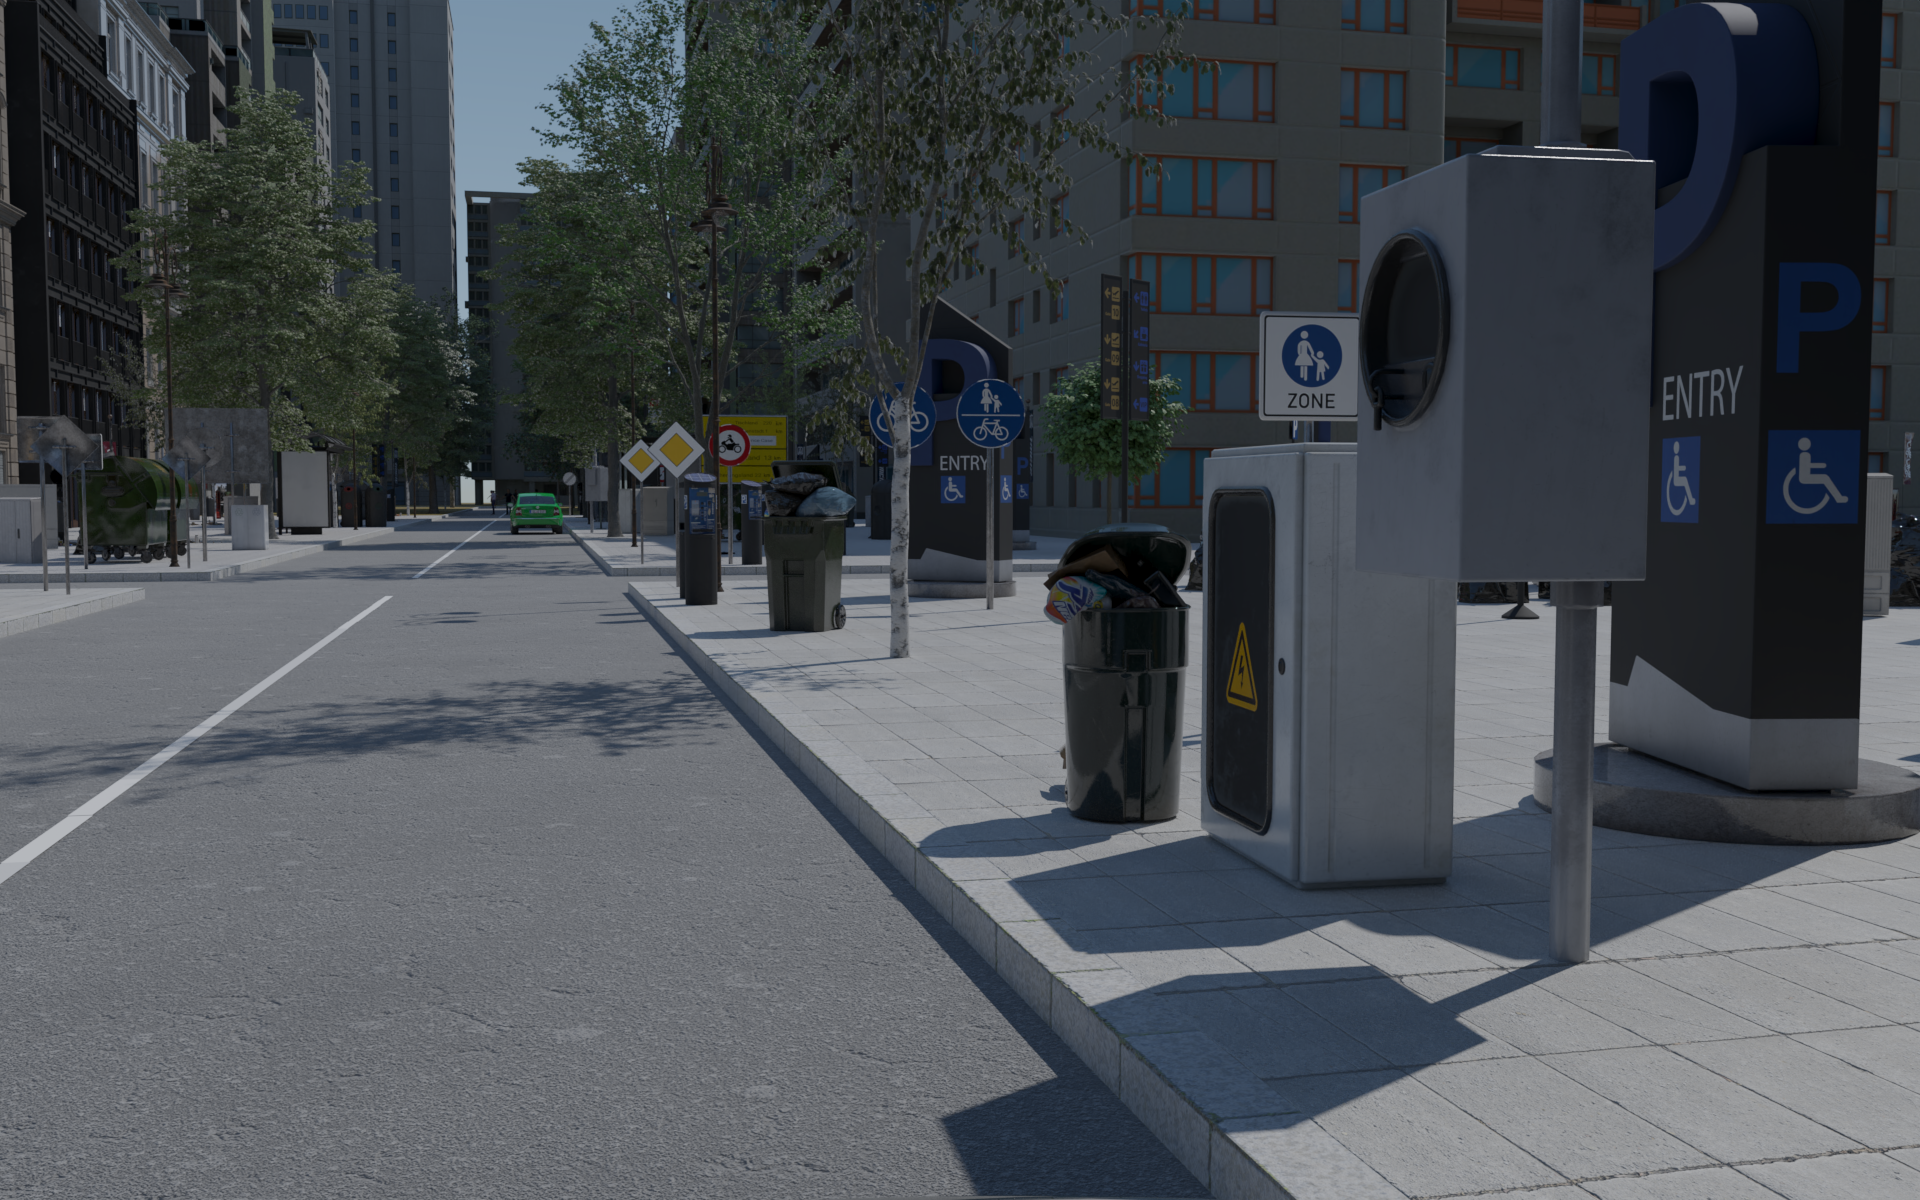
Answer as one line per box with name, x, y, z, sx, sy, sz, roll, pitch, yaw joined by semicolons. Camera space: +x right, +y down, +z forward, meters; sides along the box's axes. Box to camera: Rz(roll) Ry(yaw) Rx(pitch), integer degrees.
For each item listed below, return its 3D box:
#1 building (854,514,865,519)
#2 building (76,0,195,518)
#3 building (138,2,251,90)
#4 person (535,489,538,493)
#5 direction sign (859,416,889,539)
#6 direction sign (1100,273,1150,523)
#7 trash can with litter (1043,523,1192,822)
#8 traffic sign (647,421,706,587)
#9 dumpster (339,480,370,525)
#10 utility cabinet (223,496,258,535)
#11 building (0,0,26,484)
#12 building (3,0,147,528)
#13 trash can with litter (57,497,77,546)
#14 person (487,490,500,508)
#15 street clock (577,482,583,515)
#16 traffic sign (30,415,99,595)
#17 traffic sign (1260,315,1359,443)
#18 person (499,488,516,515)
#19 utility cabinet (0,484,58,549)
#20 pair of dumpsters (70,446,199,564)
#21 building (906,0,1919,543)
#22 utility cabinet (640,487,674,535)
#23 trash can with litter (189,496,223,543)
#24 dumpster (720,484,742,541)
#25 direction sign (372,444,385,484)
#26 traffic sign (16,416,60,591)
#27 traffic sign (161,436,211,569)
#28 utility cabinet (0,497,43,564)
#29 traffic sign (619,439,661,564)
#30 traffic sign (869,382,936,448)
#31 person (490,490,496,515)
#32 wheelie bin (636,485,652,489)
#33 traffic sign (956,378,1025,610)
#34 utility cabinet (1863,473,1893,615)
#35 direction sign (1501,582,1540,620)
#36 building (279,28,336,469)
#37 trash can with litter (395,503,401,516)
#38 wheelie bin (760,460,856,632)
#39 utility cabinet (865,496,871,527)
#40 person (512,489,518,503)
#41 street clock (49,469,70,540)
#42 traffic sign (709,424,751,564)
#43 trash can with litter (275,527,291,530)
building;2.574;-29.088;99.283;21.300;48.544;21.600;-1;4;-14
building;-46.060;-18.258;84.424;13.634;28.700;20.117;-1;4;-14
building;-51.214;-20.383;104.966;14.160;30.474;14.107;-1;4;-14
person;-32.572;-7.624;133.153;1.348;1.824;0.705;-3;5;-40
direction sign;-2.481;-3.549;50.018;0.876;3.537;0.379;1;4;17
direction sign;1.734;-1.603;18.204;0.379;3.537;0.876;3;5;39
trash can with litter;0.583;0.261;7.123;0.624;1.170;1.055;0;4;-6
traffic sign;-3.898;-1.236;23.851;0.795;2.450;0.064;-1;4;-14
dumpster;-24.419;-3.933;70.070;1.264;1.857;1.865;-1;4;-14
utility cabinet;-22.838;-2.683;55.032;0.306;1.237;1.020;3;4;39
building;-35.752;-15.298;47.388;12.463;27.353;25.104;-1;4;-14
building;-40.290;-14.544;67.464;12.332;23.373;15.834;-1;4;-14
trash can with litter;-22.587;-1.923;42.505;1.678;1.210;2.233;1;4;16
person;-47.816;-10.344;177.620;1.348;1.824;0.705;-2;4;-33
street clock;-23.026;-6.159;105.276;0.471;2.002;0.358;-1;4;-20
traffic sign;-11.373;-1.125;22.034;0.795;2.450;0.064;-1;4;-14
traffic sign;1.972;-0.471;9.830;0.606;2.300;0.079;-1;4;-11
person;-31.294;-6.818;119.983;1.348;1.822;0.705;1;4;17
utility cabinet;-21.300;-1.888;39.551;1.173;1.500;0.318;-3;5;-41
pair of dumpsters;-16.030;-1.911;33.733;1.574;2.255;4.437;-1;4;-14
building;15.127;-13.206;60.952;28.899;21.520;27.650;-1;4;-14
utility cabinet;-9.337;-2.731;53.335;1.173;1.500;0.318;3;4;36
trash can with litter;-20.501;-2.118;45.680;1.678;1.210;2.233;-2;4;-32
dumpster;-6.293;-2.703;46.682;1.502;2.255;1.985;-1;4;-14
direction sign;-26.454;-5.309;78.805;0.379;3.537;0.876;1;4;17
traffic sign;-12.084;-1.266;22.835;0.606;2.300;0.079;-1;4;-10
traffic sign;-13.287;-1.599;29.788;0.795;2.450;0.064;-1;4;-14
utility cabinet;-17.497;-1.284;32.149;1.020;1.237;0.306;1;4;22
traffic sign;-5.811;-1.710;31.605;0.795;2.450;0.064;-1;4;-14
traffic sign;-0.655;-1.202;19.751;0.768;2.556;0.104;0;4;-5
person;-32.812;-6.854;121.493;0.436;1.711;0.756;1;4;19
wheelie bin;-10.791;-3.116;58.847;0.980;1.594;0.693;-2;4;-30
traffic sign;0.334;-1.167;19.190;0.768;2.556;0.104;0;4;-8
utility cabinet;9.147;-0.587;18.283;1.173;1.500;0.318;1;4;15
direction sign;5.784;-1.576;17.769;0.379;3.537;0.876;2;4;26
building;-63.442;-28.773;154.040;14.086;41.232;14.154;-1;4;-14
trash can with litter;-33.099;-5.437;99.945;2.233;1.210;1.678;1;4;15
wheelie bin;-1.443;-0.514;16.308;0.980;1.594;0.693;1;4;16
utility cabinet;-3.165;-3.430;67.244;1.020;1.237;0.306;2;4;23
person;-36.395;-8.167;142.054;0.705;1.821;1.348;1;4;22
street clock;-24.979;-2.662;48.095;0.471;2.002;0.358;-1;4;-19
traffic sign;-4.202;-1.930;31.658;0.768;2.556;0.104;-1;4;-10
trash can with litter;-24.393;-3.166;62.826;2.233;1.210;1.678;-3;5;-43
